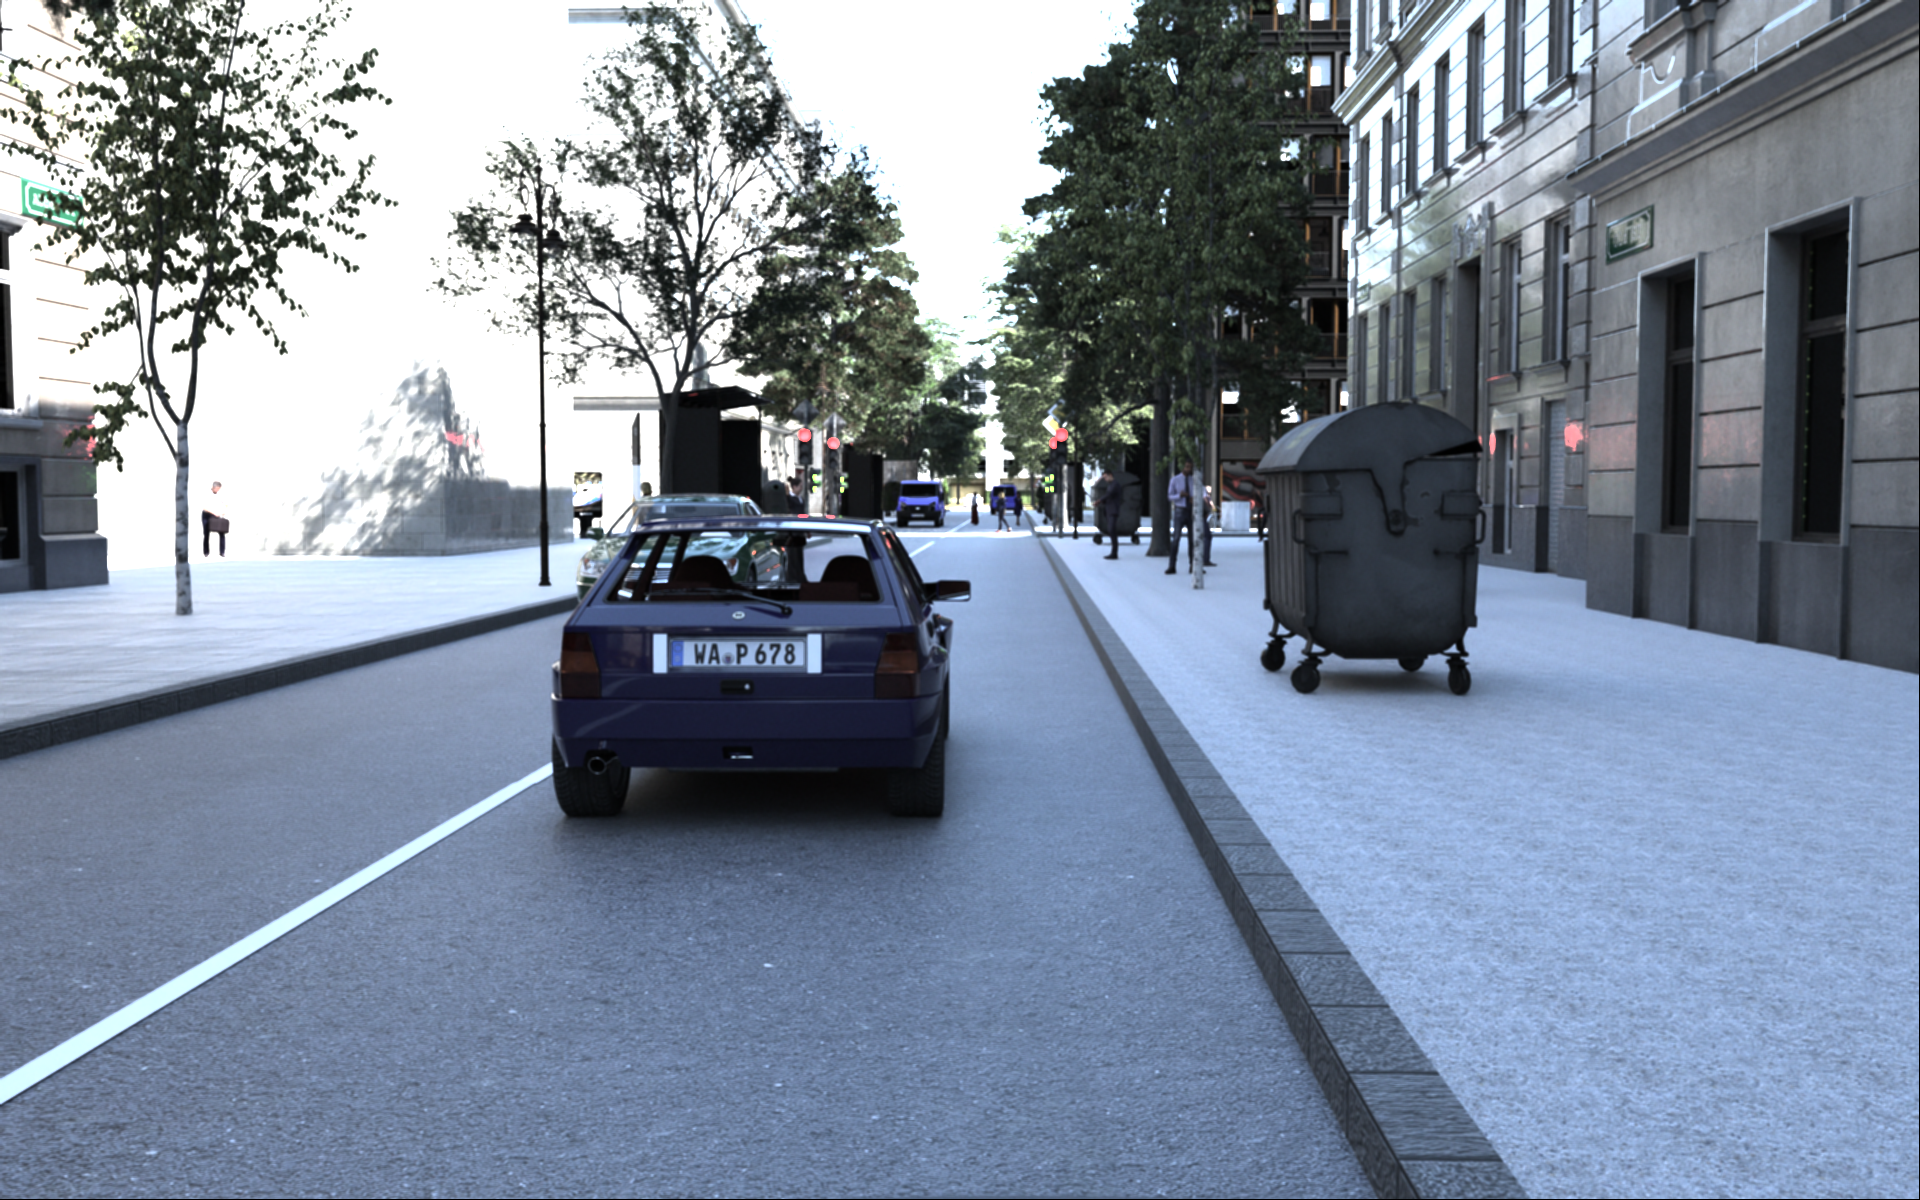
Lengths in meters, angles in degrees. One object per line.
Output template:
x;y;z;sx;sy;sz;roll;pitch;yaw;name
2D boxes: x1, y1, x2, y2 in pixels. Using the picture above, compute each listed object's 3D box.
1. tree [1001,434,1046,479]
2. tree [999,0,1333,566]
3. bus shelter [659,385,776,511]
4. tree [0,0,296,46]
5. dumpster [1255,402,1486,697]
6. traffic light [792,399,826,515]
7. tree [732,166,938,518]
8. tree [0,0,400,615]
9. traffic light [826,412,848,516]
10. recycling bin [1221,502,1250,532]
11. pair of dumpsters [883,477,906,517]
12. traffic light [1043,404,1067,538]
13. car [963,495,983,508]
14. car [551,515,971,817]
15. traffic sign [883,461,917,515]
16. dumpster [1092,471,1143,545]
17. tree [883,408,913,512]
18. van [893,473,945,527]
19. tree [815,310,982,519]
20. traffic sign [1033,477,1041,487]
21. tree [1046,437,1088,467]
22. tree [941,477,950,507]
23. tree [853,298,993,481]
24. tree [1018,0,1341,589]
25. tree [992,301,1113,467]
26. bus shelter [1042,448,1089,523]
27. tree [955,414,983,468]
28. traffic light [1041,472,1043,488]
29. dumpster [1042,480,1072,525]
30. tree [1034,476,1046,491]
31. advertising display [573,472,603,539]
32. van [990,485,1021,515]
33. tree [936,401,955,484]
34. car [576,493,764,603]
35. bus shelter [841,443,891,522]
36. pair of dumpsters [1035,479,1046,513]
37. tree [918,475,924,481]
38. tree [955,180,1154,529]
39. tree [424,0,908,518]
7.956;-14.173;166.138;8.767;10.594;7.601;1;4;10;tree
4.151;-6.935;35.445;6.751;12.117;7.091;0;3;0;tree
-5.580;-3.012;40.524;1.731;3.624;6.357;0;4;2;bus shelter
-6.135;-6.122;7.516;7.806;13.903;7.818;0;3;0;tree
2.754;-0.367;11.762;1.264;1.857;1.865;0;4;2;dumpster
-4.455;-3.735;50.318;0.839;4.213;0.868;0;4;2;traffic light
-4.910;-9.711;66.198;7.806;13.903;7.818;0;3;0;tree
-8.262;-4.165;18.461;4.737;8.622;4.395;0;3;0;tree
-4.203;-4.224;58.299;0.839;4.213;0.868;0;4;2;traffic light
9.309;-2.810;58.501;0.722;1.027;0.722;-2;4;-35;recycling bin
-3.648;-5.899;98.936;1.574;2.255;4.436;0;4;2;pair of dumpsters
2.903;-3.722;50.103;0.839;4.213;0.868;0;4;2;traffic light
1.369;-10.314;180.998;2.083;1.381;4.827;0;4;3;car
-0.916;0.217;9.038;1.945;1.354;3.894;0;4;0;car
-3.705;-6.801;105.071;2.265;3.308;0.079;1;4;8;traffic sign
4.040;-2.361;44.367;1.264;1.857;1.865;0;4;2;dumpster
-4.423;-10.422;120.754;4.737;8.622;4.395;0;3;0;tree
-1.716;-4.396;76.260;2.240;2.365;5.245;0;4;2;van
-4.495;-10.005;89.345;9.928;11.665;9.643;0;3;0;tree
5.967;-7.991;130.658;0.884;2.594;0.081;0;4;3;traffic sign
7.858;-10.686;125.077;4.360;8.622;3.978;0;3;0;tree
-1.538;-11.123;176.458;1.663;3.219;1.824;0;3;0;tree
-2.836;-12.652;113.521;9.857;13.997;8.962;0;3;0;tree
2.980;-4.453;23.169;4.737;8.622;4.395;0;3;0;tree
5.709;-11.963;103.022;7.806;13.903;7.818;0;3;0;tree
4.784;-5.231;79.448;2.014;3.302;5.546;0;4;2;bus shelter
-1.691;-14.133;165.494;8.767;10.594;7.601;1;4;14;tree
3.155;-4.210;58.084;0.839;4.213;0.868;0;4;2;traffic light
4.136;-4.150;73.605;1.264;1.857;1.865;0;4;2;dumpster
7.456;-9.959;157.422;1.663;3.219;1.824;0;3;0;tree
-10.758;-2.725;49.760;0.974;1.923;0.123;-2;4;-27;advertising display
3.161;-7.228;122.555;2.240;2.365;5.245;0;4;3;van
-0.285;-17.736;208.107;7.486;12.596;7.792;0;3;0;tree
-3.094;-0.499;19.950;2.131;1.459;4.920;0;4;1;car
-4.187;-5.307;78.053;1.731;3.624;6.357;0;4;2;bus shelter
5.871;-7.009;117.087;1.574;2.255;4.436;0;4;2;pair of dumpsters
-3.437;-7.998;125.362;1.663;3.219;1.824;0;3;0;tree
3.880;-8.841;62.683;7.486;12.596;7.792;0;3;0;tree
-5.468;-5.954;31.759;8.767;10.594;7.601;-1;4;-18;tree
